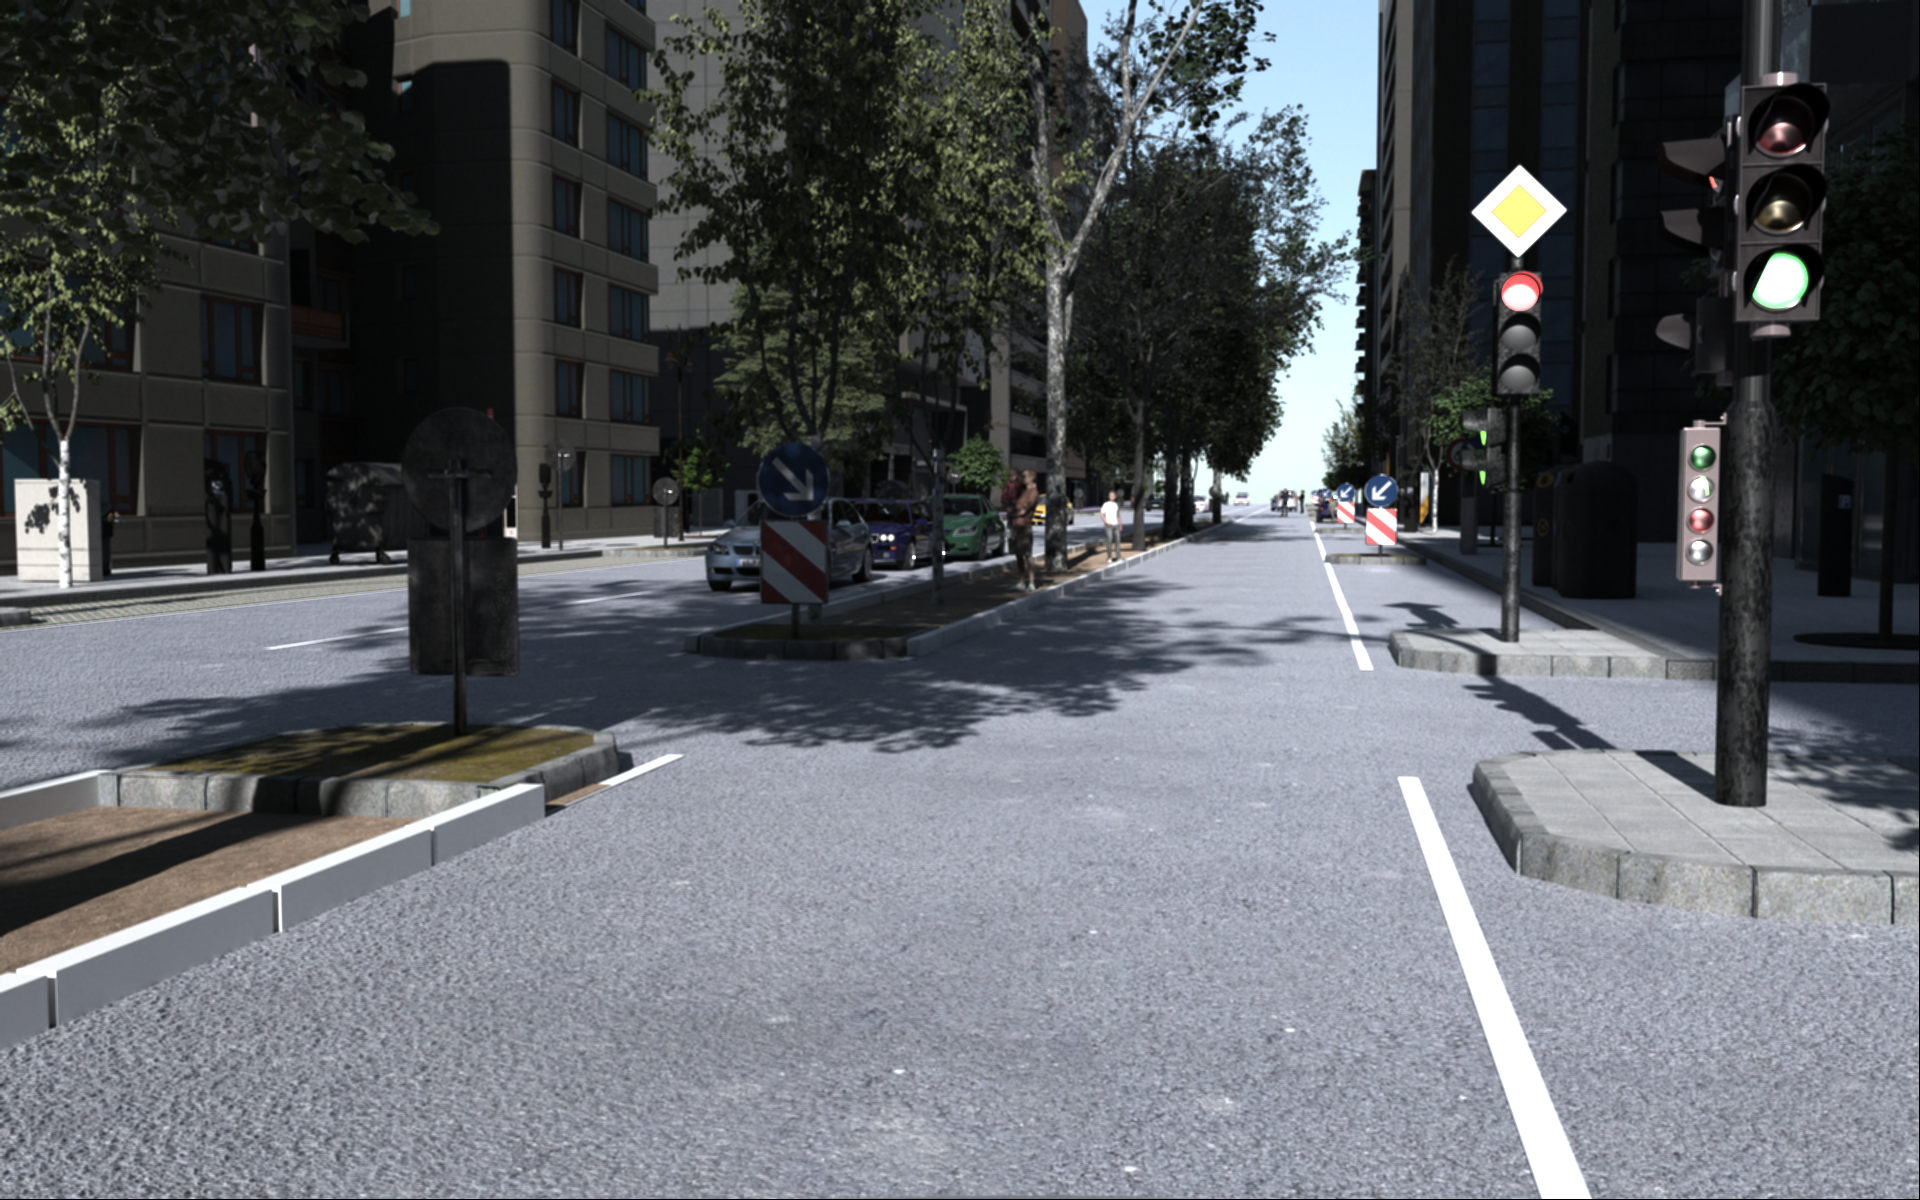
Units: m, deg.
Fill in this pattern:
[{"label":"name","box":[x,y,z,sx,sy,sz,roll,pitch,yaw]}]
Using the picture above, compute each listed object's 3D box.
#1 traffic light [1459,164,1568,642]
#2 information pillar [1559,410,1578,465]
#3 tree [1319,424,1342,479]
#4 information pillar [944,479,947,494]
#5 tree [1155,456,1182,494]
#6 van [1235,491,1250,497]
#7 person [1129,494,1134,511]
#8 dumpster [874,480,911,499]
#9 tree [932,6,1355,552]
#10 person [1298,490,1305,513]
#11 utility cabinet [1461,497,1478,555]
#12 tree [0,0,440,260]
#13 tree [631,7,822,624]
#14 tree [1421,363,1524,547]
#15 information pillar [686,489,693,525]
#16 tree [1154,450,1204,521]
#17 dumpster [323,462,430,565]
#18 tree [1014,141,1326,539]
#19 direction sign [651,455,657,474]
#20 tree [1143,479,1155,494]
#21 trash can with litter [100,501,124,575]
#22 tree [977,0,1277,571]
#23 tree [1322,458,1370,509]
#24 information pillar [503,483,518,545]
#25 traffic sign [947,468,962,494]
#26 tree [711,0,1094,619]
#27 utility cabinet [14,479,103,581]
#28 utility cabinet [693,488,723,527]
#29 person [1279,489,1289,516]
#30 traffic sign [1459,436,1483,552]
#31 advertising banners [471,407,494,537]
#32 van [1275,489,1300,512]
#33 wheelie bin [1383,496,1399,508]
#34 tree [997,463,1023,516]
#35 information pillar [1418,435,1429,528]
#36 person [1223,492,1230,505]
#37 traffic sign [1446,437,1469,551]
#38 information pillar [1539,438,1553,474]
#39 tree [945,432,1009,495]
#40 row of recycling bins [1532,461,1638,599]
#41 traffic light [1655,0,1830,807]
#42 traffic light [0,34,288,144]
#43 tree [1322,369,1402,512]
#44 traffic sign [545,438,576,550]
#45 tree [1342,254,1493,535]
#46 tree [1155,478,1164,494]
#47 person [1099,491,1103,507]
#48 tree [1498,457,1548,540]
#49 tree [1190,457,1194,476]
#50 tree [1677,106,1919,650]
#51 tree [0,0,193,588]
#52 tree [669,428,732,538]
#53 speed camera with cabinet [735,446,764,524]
[{"label":"traffic light","box":[4.760,-1.591,14.935,0.839,4.253,0.868,1,4,11]},{"label":"information pillar","box":[16.833,-3.463,47.976,0.504,3.616,0.183,2,4,27]},{"label":"tree","box":[38.427,-13.728,174.812,4.360,8.622,3.978,0,3,0]},{"label":"information pillar","box":[-0.823,-4.732,81.865,0.304,2.012,0.304,-3,4,-37]},{"label":"tree","box":[27.267,-16.989,228.130,4.360,8.622,3.978,0,3,0]},{"label":"van","box":[39.088,-14.218,239.470,2.013,2.044,4.112,1,4,12]},{"label":"person","box":[14.885,-8.408,149.234,1.065,1.426,0.557,1,4,10]},{"label":"dumpster","box":[-2.833,-4.064,72.199,1.264,1.857,1.865,1,4,11]},{"label":"tree","box":[4.468,-7.965,43.062,12.009,13.543,11.850,0,3,0]},{"label":"person","box":[25.528,-7.359,129.637,0.721,1.723,1.217,0,4,-5]},{"label":"utility cabinet","box":[10.877,-1.581,37.014,0.306,1.237,1.020,1,4,19]},{"label":"tree","box":[-3.311,-5.132,4.495,7.486,12.596,7.792,0,3,0]},{"label":"tree","box":[-1.434,-3.933,17.124,4.737,8.622,4.395,0,3,0]},{"label":"tree","box":[13.040,-3.598,42.534,4.285,4.588,4.351,0,3,0]},{"label":"information pillar","box":[-11.132,-4.114,71.753,0.304,2.012,0.304,1,4,22]},{"label":"tree","box":[10.052,-7.481,75.135,4.737,8.622,4.395,0,3,0]},{"label":"dumpster","box":[-10.719,-1.600,31.922,1.264,1.857,1.865,1,4,11]},{"label":"tree","box":[6.806,-8.321,55.508,9.611,12.733,9.660,0,3,0]},{"label":"direction sign","box":[-12.286,-4.630,67.694,0.876,3.537,0.379,0,4,-6]},{"label":"tree","box":[19.269,-11.618,184.562,1.663,3.219,1.824,0,3,0]},{"label":"trash can with litter","box":[-13.551,-0.949,26.896,0.624,1.170,1.055,1,4,8]},{"label":"tree","box":[2.816,-10.533,30.559,12.611,20.169,13.585,0,3,0]},{"label":"tree","box":[34.763,-10.367,153.216,4.285,4.588,4.351,0,3,0]},{"label":"information pillar","box":[-11.101,-2.339,42.734,0.304,2.012,0.304,-1,4,-23]},{"label":"traffic sign","box":[-0.297,-5.225,85.540,0.768,2.556,0.104,1,4,12]},{"label":"tree","box":[-0.278,-4.255,22.391,4.737,8.622,4.395,0,3,0]},{"label":"utility cabinet","box":[-13.146,-1.015,25.279,1.173,1.500,0.318,1,4,10]},{"label":"utility cabinet","box":[-9.813,-3.594,67.446,1.173,1.500,0.318,2,4,24]},{"label":"person","box":[20.729,-6.242,111.009,0.568,1.767,0.683,3,5,44]},{"label":"traffic sign","box":[11.384,-2.327,38.159,0.768,2.556,0.104,1,4,20]},{"label":"advertising banners","box":[-9.855,-2.420,35.760,0.090,3.025,2.074,-2,4,-27]},{"label":"van","box":[26.916,-8.282,142.428,2.013,2.044,4.112,1,4,11]},{"label":"wheelie bin","box":[19.624,-4.384,79.591,0.980,1.594,0.693,0,4,4]},{"label":"tree","box":[2.788,-6.664,103.552,1.663,3.219,1.824,0,3,0]},{"label":"information pillar","box":[17.759,-4.578,66.212,0.183,3.616,0.504,3,5,44]},{"label":"person","box":[34.404,-13.102,223.534,1.217,1.723,0.721,-3,4,-37]},{"label":"traffic sign","box":[11.239,-2.360,38.699,0.768,2.556,0.104,1,4,20]},{"label":"information pillar","box":[22.140,-4.536,65.526,0.504,3.616,0.183,0,4,-6]},{"label":"tree","box":[1.016,-6.529,90.461,4.285,4.588,4.351,0,3,0]},{"label":"row of recycling bins","box":[8.213,-0.956,22.751,1.069,1.692,3.534,1,4,11]},{"label":"traffic light","box":[1.148,-2.000,7.363,4.771,5.953,1.251,1,4,11]},{"label":"traffic light","box":[-9.178,-2.631,17.690,4.771,5.953,1.251,1,4,11]},{"label":"tree","box":[23.860,-9.206,100.876,4.737,8.622,4.395,0,3,0]},{"label":"traffic sign","box":[-9.117,-2.408,39.485,0.768,2.556,0.104,1,4,14]},{"label":"tree","box":[15.050,-6.352,54.210,4.360,8.622,3.978,0,3,0]},{"label":"tree","box":[24.145,-13.247,211.186,1.663,3.219,1.824,0,3,0]},{"label":"person","box":[14.171,-10.051,173.761,0.530,1.710,0.541,1,4,11]},{"label":"tree","box":[15.629,-3.290,48.399,1.663,3.219,1.824,0,3,0]},{"label":"tree","box":[30.667,-17.880,242.694,4.360,8.622,3.978,0,3,0]},{"label":"tree","box":[8.022,-1.897,14.722,4.285,4.588,4.351,0,3,0]},{"label":"tree","box":[-12.415,-4.488,23.746,4.737,8.622,4.395,0,3,0]},{"label":"tree","box":[-7.664,-3.440,50.851,1.663,3.219,1.824,0,3,0]},{"label":"speed camera with cabinet","box":[-8.261,-4.635,70.124,0.660,3.252,2.038,2,4,31]}]
